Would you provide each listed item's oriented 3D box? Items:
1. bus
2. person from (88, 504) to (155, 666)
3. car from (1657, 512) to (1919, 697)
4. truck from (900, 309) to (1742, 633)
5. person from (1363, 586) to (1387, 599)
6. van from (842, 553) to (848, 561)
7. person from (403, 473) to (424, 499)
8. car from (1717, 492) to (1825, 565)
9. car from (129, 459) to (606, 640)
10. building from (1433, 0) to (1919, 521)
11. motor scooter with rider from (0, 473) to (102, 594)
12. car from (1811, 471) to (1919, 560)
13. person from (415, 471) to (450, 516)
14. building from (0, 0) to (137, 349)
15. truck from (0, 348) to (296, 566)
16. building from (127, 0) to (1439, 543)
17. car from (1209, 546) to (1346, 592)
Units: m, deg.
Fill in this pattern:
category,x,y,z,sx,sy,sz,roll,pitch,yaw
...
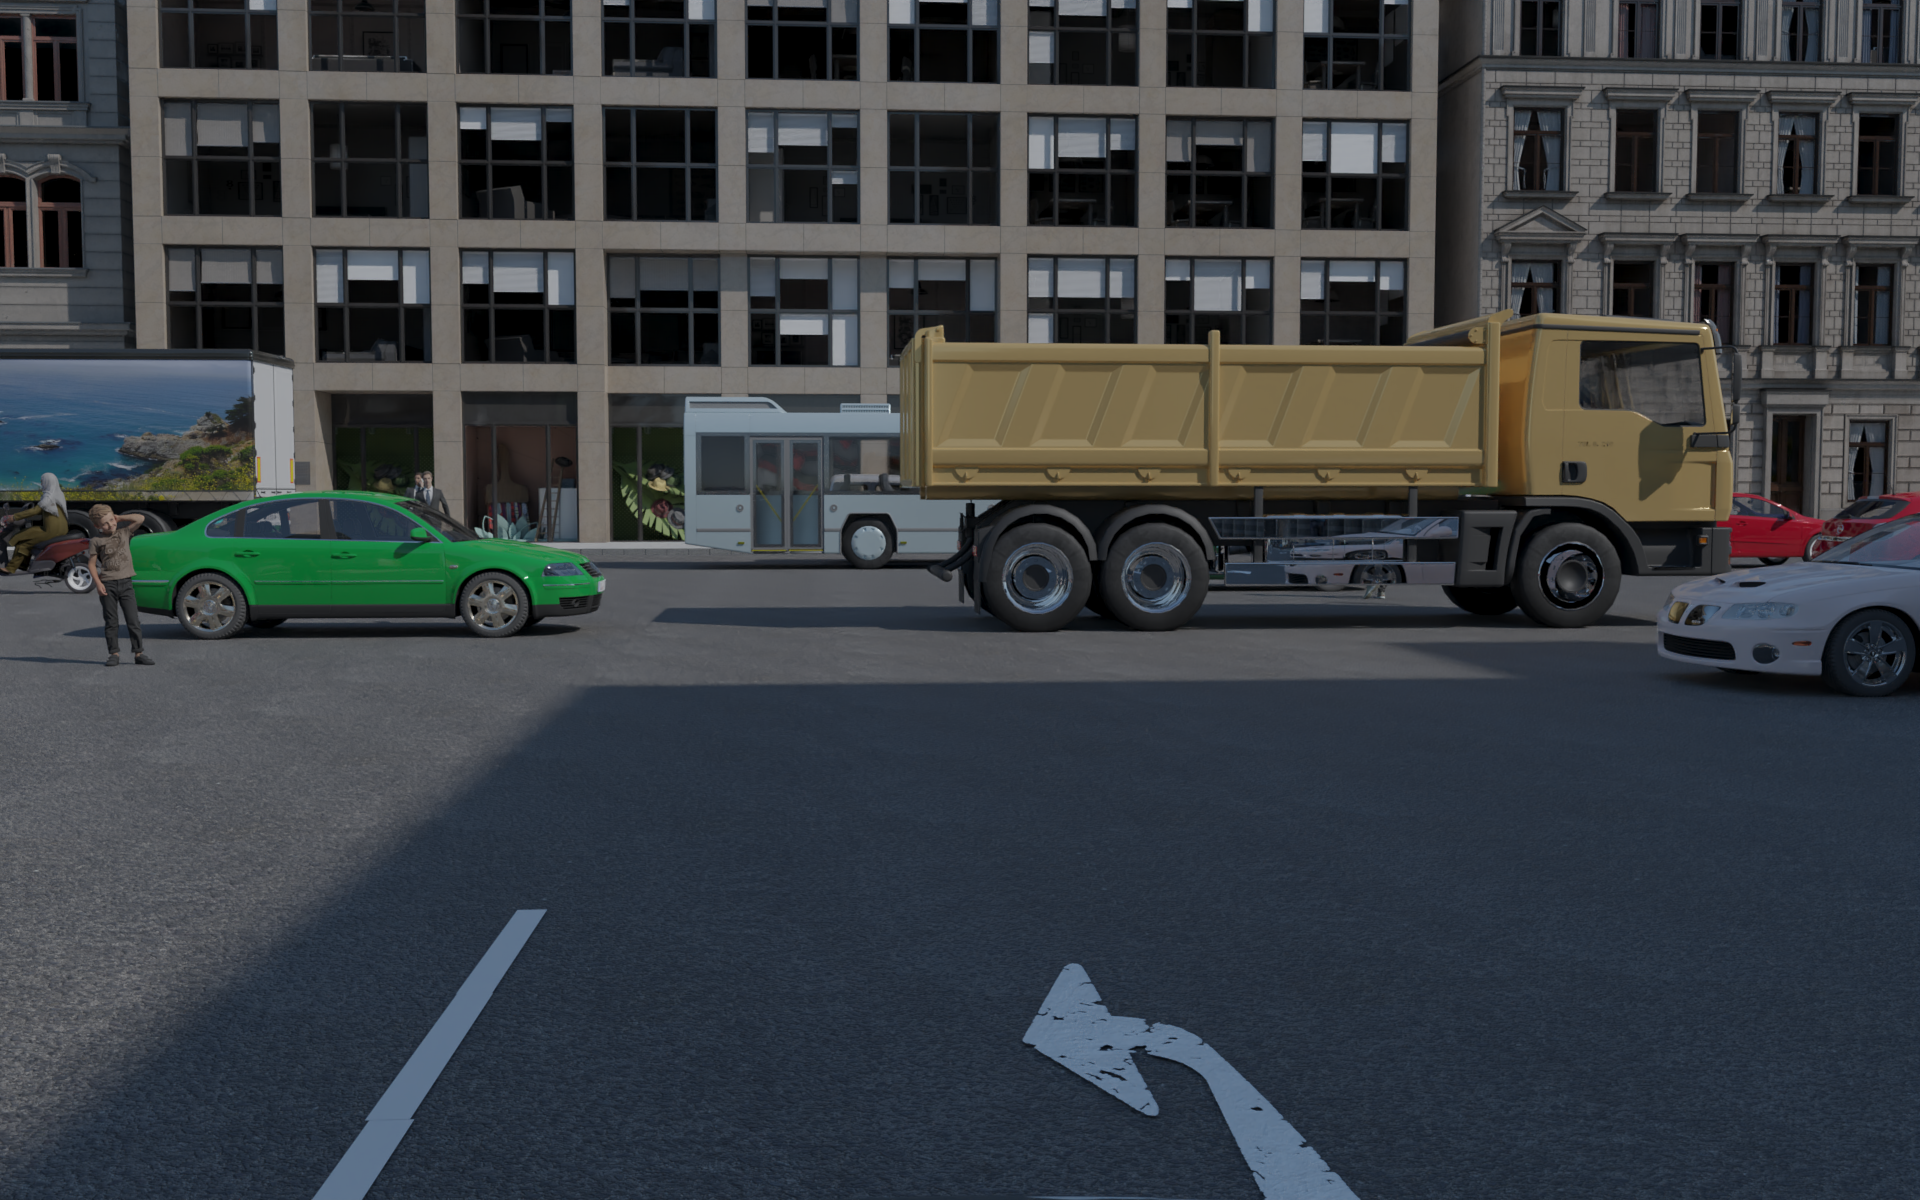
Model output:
category,x,y,z,sx,sy,sz,roll,pitch,yaw
bus,1.338,-2.404,34.161,13.247,3.499,2.948,0,4,-4
person,-7.010,-0.126,14.465,0.435,1.345,0.340,-3,5,-41
car,7.799,-0.052,13.213,4.827,1.381,2.083,0,4,-6
truck,4.281,-1.432,19.343,9.791,3.379,3.469,0,4,-5
person,5.879,-0.903,23.747,0.782,1.767,0.515,0,4,-5
van,-0.860,-1.810,36.611,4.112,2.044,2.013,0,4,-6
person,-11.917,-1.844,38.015,0.648,1.900,0.474,-2,4,-35
car,15.203,-1.526,33.984,4.494,1.783,2.155,0,4,-6
car,-6.076,-0.557,17.903,4.718,1.807,1.959,0,4,-4
building,22.608,-11.462,52.025,19.286,19.102,10.561,0,4,-5
motor scooter with rider,-13.293,-0.972,24.864,1.986,1.779,0.876,0,4,-4
car,13.621,-0.838,22.745,4.494,1.783,2.155,0,4,-3
person,-9.746,-1.446,31.919,0.659,1.850,0.755,-1,4,-12
building,-33.487,-16.079,50.284,23.554,28.519,14.401,0,4,-5
truck,-19.304,-2.786,34.461,11.283,4.237,2.839,0,4,-3
building,-4.875,-15.301,54.695,34.151,26.468,19.350,0,4,-5
car,3.957,-0.881,26.196,4.920,1.459,2.131,0,4,-3
